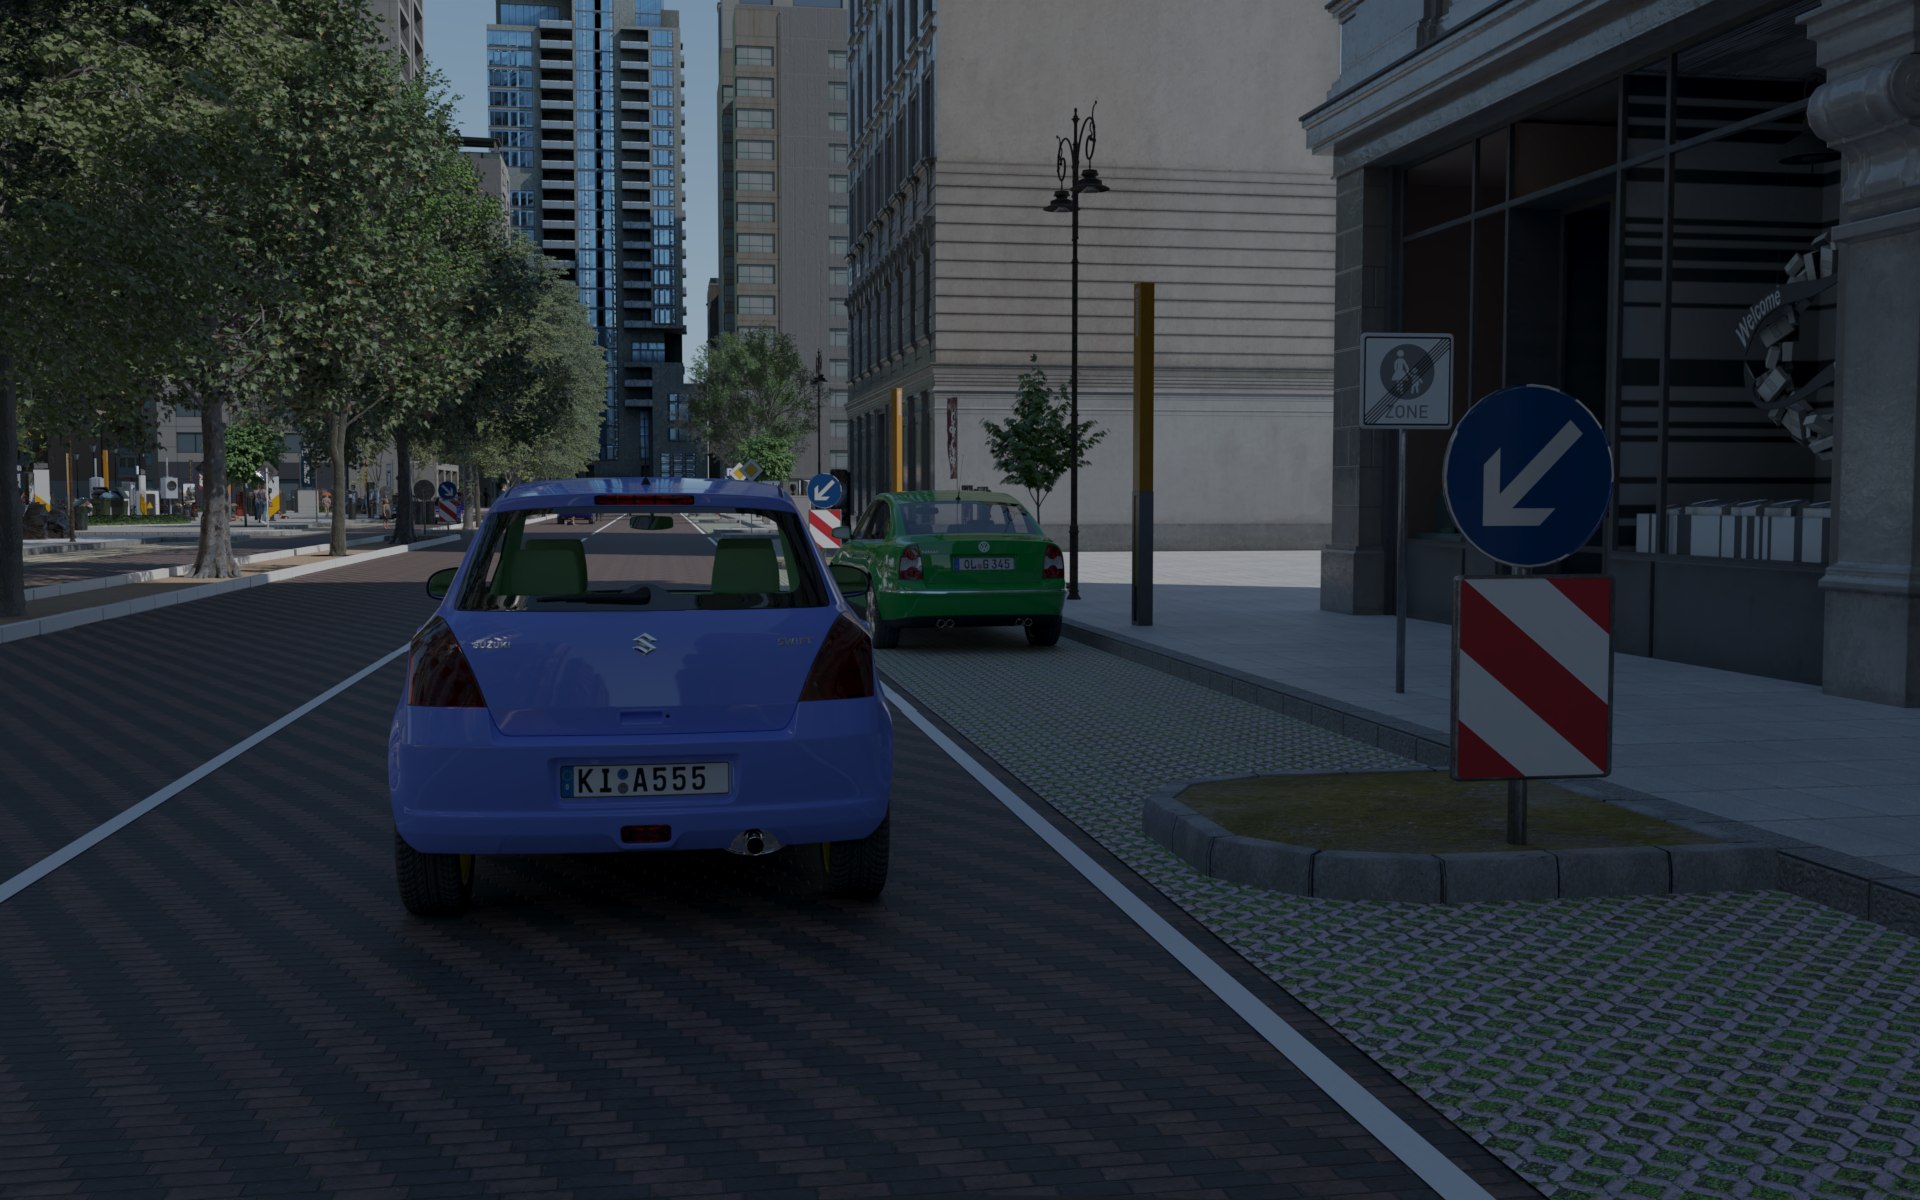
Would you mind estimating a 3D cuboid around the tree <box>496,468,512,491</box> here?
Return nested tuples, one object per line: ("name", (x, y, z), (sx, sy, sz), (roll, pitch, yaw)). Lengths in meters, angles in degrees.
("tree", (-50.070, -12.677, 190.983), (4.285, 4.588, 4.351), (0, 3, 0))

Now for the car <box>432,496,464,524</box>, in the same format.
("car", (-24.364, -4.257, 82.176), (1.945, 1.354, 3.894), (-1, 4, -9))

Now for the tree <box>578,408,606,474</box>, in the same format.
("tree", (-28.983, -12.383, 123.044), (7.486, 12.596, 7.792), (0, 3, 0))

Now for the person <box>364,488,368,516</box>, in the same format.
("person", (-35.012, -5.833, 102.423), (0.522, 1.701, 0.512), (-1, 4, -15))

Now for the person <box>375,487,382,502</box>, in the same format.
("person", (-38.560, -6.615, 114.536), (0.601, 1.785, 0.444), (-1, 4, -15))

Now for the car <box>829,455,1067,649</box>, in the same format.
("car", (-0.241, -0.529, 17.454), (1.959, 1.807, 4.718), (-1, 4, -12))

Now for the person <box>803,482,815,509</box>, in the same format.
("person", (-5.793, -3.955, 70.927), (1.509, 1.804, 0.699), (1, 4, 21))

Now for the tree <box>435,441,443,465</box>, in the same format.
("tree", (-36.438, -10.152, 116.340), (4.737, 8.622, 4.395), (0, 3, 0))

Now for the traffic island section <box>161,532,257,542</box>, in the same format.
("traffic island section", (-22.963, -1.875, 52.937), (2.009, 0.180, 2.903), (-1, 4, -10))

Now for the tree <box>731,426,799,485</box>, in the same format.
("tree", (-9.464, -6.128, 83.907), (4.285, 4.588, 4.351), (0, 3, 0))

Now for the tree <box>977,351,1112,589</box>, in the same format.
("tree", (0.965, -1.781, 23.725), (1.663, 3.219, 1.824), (0, 3, 0))

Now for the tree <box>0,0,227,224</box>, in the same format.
("tree", (-9.673, -4.644, 12.797), (8.767, 10.594, 7.601), (-1, 4, -10))

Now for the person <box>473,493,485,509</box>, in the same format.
("person", (-42.522, -8.972, 152.876), (0.705, 1.807, 1.348), (2, 4, 33))

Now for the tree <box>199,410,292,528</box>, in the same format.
("tree", (-27.615, -5.096, 67.033), (4.285, 4.588, 4.351), (0, 3, 0))

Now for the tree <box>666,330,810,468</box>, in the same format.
("tree", (-16.777, -13.397, 129.414), (12.009, 13.543, 11.850), (0, 3, 0))

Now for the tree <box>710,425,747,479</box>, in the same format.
("tree", (-18.300, -11.598, 139.988), (4.360, 8.622, 3.978), (0, 3, 0))

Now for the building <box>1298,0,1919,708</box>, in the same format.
("building", (8.587, -10.219, 17.984), (10.553, 20.767, 40.483), (-1, 4, -10))

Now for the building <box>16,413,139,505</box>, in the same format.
("building", (-96.572, -33.175, 192.516), (14.200, 45.320, 14.600), (-1, 4, -10))

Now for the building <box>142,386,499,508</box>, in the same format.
("building", (-60.139, -19.681, 166.831), (27.650, 21.520, 28.899), (-1, 4, -10))

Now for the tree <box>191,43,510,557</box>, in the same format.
("tree", (-14.099, -6.787, 39.176), (9.928, 11.665, 9.643), (0, 3, 0))

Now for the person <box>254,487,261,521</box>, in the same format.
("person", (-32.013, -4.434, 79.122), (0.593, 1.750, 0.643), (1, 4, 12))

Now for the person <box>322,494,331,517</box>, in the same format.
("person", (-35.719, -5.340, 97.619), (0.475, 1.303, 0.640), (-2, 4, -23))

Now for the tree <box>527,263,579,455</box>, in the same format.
("tree", (-15.861, -7.933, 49.163), (9.611, 12.733, 9.660), (0, 3, 0))

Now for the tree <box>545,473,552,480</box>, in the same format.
("tree", (-27.521, -9.968, 115.788), (4.360, 8.622, 3.978), (0, 3, 0))

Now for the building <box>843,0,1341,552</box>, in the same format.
("building", (2.499, -12.081, 46.681), (9.793, 20.994, 18.267), (-1, 4, -10))

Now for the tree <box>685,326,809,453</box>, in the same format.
("tree", (-13.102, -11.134, 107.797), (9.928, 11.665, 9.643), (0, 3, 0))

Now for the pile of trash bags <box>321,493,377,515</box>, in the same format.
("pile of trash bags", (-38.087, -6.021, 108.192), (3.447, 1.369, 1.912), (-2, 4, -28))

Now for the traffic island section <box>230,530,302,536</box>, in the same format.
("traffic island section", (-24.332, -2.356, 60.804), (2.009, 0.180, 2.903), (-1, 4, -10))

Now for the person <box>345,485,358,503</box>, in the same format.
("person", (-31.857, -5.145, 90.520), (0.716, 1.782, 0.532), (0, 4, -6))

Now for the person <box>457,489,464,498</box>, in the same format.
("person", (-39.942, -8.039, 138.311), (1.217, 1.723, 0.721), (1, 4, 12))

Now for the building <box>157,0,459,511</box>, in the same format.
("building", (-52.583, -43.004, 141.362), (20.563, 71.187, 20.611), (-1, 4, -10))

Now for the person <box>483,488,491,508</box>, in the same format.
("person", (-43.661, -9.418, 159.655), (0.705, 1.869, 1.348), (1, 4, 13))

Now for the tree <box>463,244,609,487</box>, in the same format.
("tree", (-22.889, -10.985, 88.714), (9.857, 13.997, 8.962), (0, 3, 0))

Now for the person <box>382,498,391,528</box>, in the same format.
("person", (-23.875, -3.608, 72.162), (0.373, 1.253, 0.362), (2, 4, 31))

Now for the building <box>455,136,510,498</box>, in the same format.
("building", (-59.071, -31.558, 199.567), (14.086, 41.232, 14.154), (-1, 4, -10))

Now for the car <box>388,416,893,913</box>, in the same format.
("car", (-1.303, 0.139, 7.322), (1.945, 1.707, 3.694), (-1, 4, -9))

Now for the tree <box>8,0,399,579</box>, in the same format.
("tree", (-12.752, -6.723, 29.378), (9.611, 12.733, 9.660), (0, 3, 0))

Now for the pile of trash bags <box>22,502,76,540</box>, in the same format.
("pile of trash bags", (-26.597, -2.371, 48.525), (1.912, 1.369, 3.447), (1, 4, 9))

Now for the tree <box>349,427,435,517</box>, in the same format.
("tree", (-33.400, -9.073, 98.703), (4.737, 8.622, 4.395), (0, 3, 0))

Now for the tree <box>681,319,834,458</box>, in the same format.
("tree", (-10.933, -9.711, 93.190), (8.767, 10.594, 7.601), (0, 4, -2))

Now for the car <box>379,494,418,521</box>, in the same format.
("car", (-29.593, -5.008, 91.659), (2.009, 1.686, 4.222), (-1, 4, -8))

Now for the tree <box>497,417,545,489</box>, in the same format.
("tree", (-21.283, -7.880, 81.661), (4.737, 8.622, 4.395), (0, 3, 0))

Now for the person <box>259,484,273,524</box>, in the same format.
("person", (-29.576, -4.097, 73.626), (0.593, 1.750, 0.643), (2, 4, 25))

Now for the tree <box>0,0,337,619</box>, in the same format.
("tree", (-11.289, -6.093, 20.199), (7.486, 12.596, 7.792), (0, 3, 0))

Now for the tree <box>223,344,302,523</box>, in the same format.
("tree", (-29.783, -7.576, 74.223), (4.360, 8.622, 3.978), (0, 3, 0))

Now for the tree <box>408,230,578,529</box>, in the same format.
("tree", (-18.920, -8.896, 66.035), (7.486, 12.596, 7.792), (0, 3, 0))

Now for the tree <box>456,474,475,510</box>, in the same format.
("tree", (-40.568, -9.085, 143.142), (1.663, 3.219, 1.824), (0, 3, 0))

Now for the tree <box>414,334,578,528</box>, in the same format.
("tree", (-20.523, -8.373, 73.767), (8.767, 10.594, 7.601), (-1, 4, -10))

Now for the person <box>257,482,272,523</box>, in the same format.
("person", (-31.071, -4.405, 77.426), (0.648, 1.900, 0.474), (-2, 4, -29))
